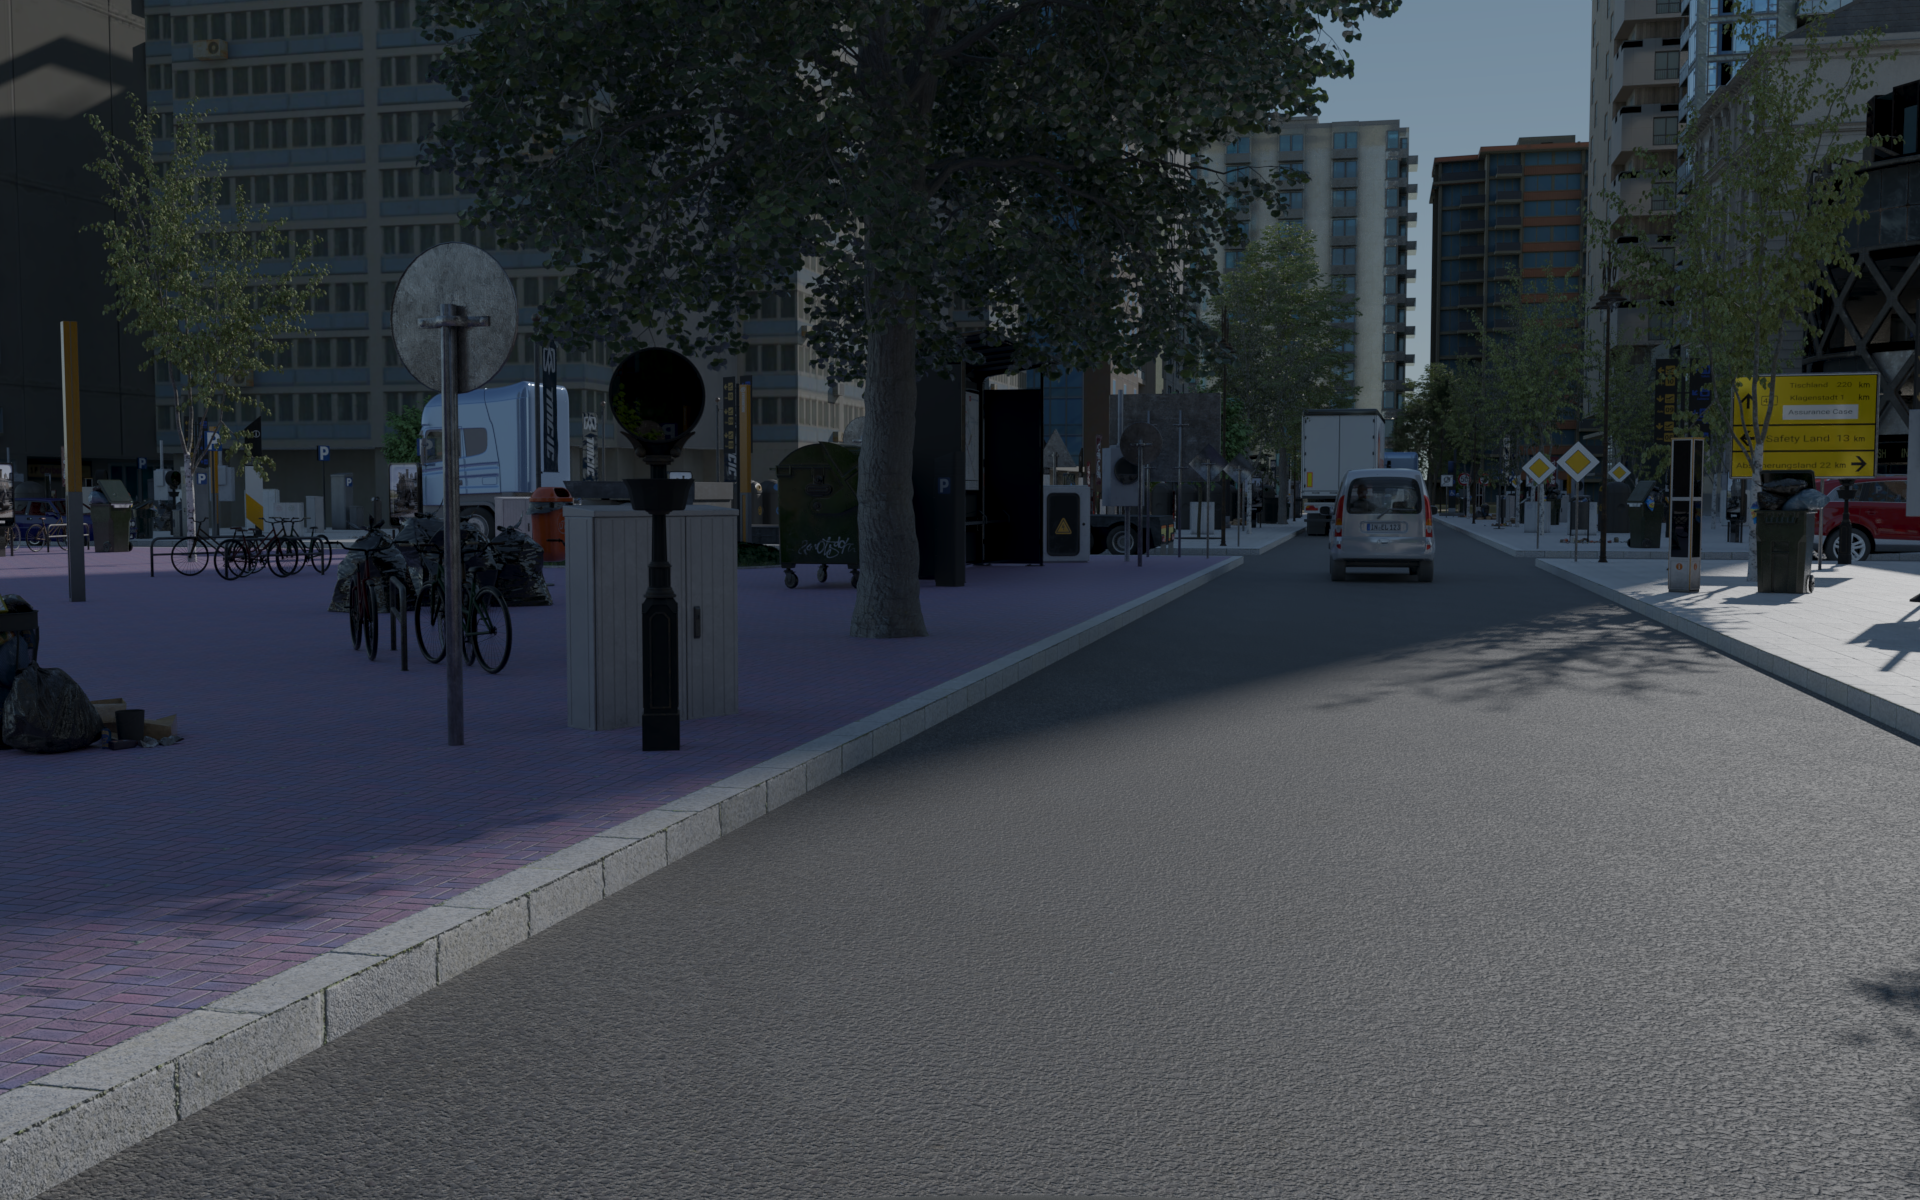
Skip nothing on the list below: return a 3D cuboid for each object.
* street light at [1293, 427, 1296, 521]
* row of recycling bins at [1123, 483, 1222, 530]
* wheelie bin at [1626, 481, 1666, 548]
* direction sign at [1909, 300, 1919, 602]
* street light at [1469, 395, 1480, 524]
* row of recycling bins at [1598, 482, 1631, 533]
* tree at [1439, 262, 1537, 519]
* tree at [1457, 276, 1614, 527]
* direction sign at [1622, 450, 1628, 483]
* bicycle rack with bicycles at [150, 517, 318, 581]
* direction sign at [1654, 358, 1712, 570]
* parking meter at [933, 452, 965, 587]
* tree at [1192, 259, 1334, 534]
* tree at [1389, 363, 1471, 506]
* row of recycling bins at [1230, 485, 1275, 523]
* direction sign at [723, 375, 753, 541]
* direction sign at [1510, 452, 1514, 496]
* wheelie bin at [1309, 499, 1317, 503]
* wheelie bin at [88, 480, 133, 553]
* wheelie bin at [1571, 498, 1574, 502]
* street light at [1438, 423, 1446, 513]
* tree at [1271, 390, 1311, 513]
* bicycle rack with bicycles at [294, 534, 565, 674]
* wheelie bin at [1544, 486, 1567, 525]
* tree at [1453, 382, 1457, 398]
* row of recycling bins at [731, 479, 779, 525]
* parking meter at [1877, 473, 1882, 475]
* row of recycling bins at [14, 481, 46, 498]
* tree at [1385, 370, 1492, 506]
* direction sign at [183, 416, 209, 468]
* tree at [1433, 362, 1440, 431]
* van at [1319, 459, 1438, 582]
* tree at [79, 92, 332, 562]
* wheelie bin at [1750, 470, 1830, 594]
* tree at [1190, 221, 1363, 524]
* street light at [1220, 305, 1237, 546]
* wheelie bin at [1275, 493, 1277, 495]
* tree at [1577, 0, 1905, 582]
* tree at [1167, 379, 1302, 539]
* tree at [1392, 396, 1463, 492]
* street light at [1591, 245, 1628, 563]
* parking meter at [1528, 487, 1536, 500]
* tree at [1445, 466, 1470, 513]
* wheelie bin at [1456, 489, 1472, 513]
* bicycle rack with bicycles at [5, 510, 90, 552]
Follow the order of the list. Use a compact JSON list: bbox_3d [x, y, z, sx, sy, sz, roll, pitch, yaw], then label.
[{"bbox_3d":[15.683,-6.623,81.080,0.468,5.910,1.993,1,4,13],"label":"street light"},{"bbox_3d":[7.790,-3.396,62.637,3.534,1.692,1.069,1,4,13],"label":"row of recycling bins"},{"bbox_3d":[16.298,-2.034,41.163,0.693,1.594,0.980,-1,4,-13],"label":"wheelie bin"},{"bbox_3d":[11.504,-1.743,20.492,0.876,3.537,0.379,-2,4,-34],"label":"direction sign"},{"bbox_3d":[22.193,-6.230,74.648,0.468,5.910,1.993,1,4,13],"label":"street light"},{"bbox_3d":[22.056,-3.129,58.274,1.069,1.692,3.534,1,4,18],"label":"row of recycling bins"},{"bbox_3d":[17.842,-6.313,53.580,4.737,8.622,4.395,0,3,0],"label":"tree"},{"bbox_3d":[19.826,-6.683,59.627,4.360,8.622,3.978,0,3,0],"label":"tree"},{"bbox_3d":[33.825,-5.884,88.192,0.379,3.537,0.876,3,4,39],"label":"direction sign"},{"bbox_3d":[-11.096,-0.842,27.152,2.852,0.926,2.925,2,4,31],"label":"bicycle rack with bicycles"},{"bbox_3d":[12.066,-2.261,28.971,0.876,3.537,0.379,1,4,18],"label":"direction sign"},{"bbox_3d":[-0.149,-1.122,24.057,0.399,1.863,0.255,3,5,40],"label":"parking meter"},{"bbox_3d":[9.442,-6.393,54.894,4.360,8.622,3.978,0,3,0],"label":"tree"},{"bbox_3d":[41.021,-14.142,149.354,7.486,12.596,7.792,0,3,0],"label":"tree"},{"bbox_3d":[12.272,-4.259,76.751,3.534,1.692,1.069,2,4,30],"label":"row of recycling bins"},{"bbox_3d":[-4.267,-2.527,33.317,0.379,3.537,0.876,-3,5,-45],"label":"direction sign"},{"bbox_3d":[29.460,-6.148,92.512,0.379,3.537,0.876,2,4,28],"label":"direction sign"},{"bbox_3d":[22.832,-6.379,112.199,0.693,1.594,0.980,1,4,16],"label":"wheelie bin"},{"bbox_3d":[-18.772,-1.854,38.226,0.693,1.594,0.980,1,4,20],"label":"wheelie bin"},{"bbox_3d":[35.516,-5.676,100.703,0.980,1.594,0.693,3,5,41],"label":"wheelie bin"},{"bbox_3d":[31.344,-8.566,112.843,0.468,5.910,1.993,1,4,13],"label":"street light"},{"bbox_3d":[22.666,-10.067,114.953,4.737,8.622,4.395,0,3,0],"label":"tree"},{"bbox_3d":[-3.582,-0.006,13.475,2.852,0.926,2.925,-1,4,-19],"label":"bicycle rack with bicycles"},{"bbox_3d":[24.484,-3.897,71.629,0.980,1.594,0.693,-3,5,-44],"label":"wheelie bin"},{"bbox_3d":[21.499,-7.135,67.016,4.360,8.622,3.978,0,3,0],"label":"tree"},{"bbox_3d":[-4.985,-2.574,49.196,3.534,1.692,1.069,-3,5,-42],"label":"row of recycling bins"},{"bbox_3d":[25.005,-2.529,47.054,0.255,1.863,0.399,-3,5,-45],"label":"parking meter"},{"bbox_3d":[-30.811,-3.028,56.615,1.069,1.692,3.534,-3,5,-42],"label":"row of recycling bins"},{"bbox_3d":[35.655,-11.937,129.583,8.767,10.594,7.601,-2,4,-23],"label":"tree"},{"bbox_3d":[-22.360,-3.595,50.768,0.379,3.537,0.876,1,4,22],"label":"direction sign"},{"bbox_3d":[26.189,-8.467,88.801,4.737,8.622,4.395,0,3,0],"label":"tree"},{"bbox_3d":[7.187,-1.386,29.681,2.013,2.044,4.112,1,4,12],"label":"van"},{"bbox_3d":[-14.280,-5.013,32.317,4.737,8.622,4.395,0,3,0],"label":"tree"},{"bbox_3d":[10.752,-0.893,22.502,0.980,1.594,0.693,3,4,36],"label":"wheelie bin"},{"bbox_3d":[13.235,-9.467,72.917,7.486,12.596,7.792,0,3,0],"label":"tree"},{"bbox_3d":[6.503,-4.271,42.612,0.468,5.910,1.993,1,4,13],"label":"street light"},{"bbox_3d":[19.443,-6.117,107.923,0.693,1.594,0.980,0,4,-1],"label":"wheelie bin"},{"bbox_3d":[11.599,-4.591,25.432,4.737,8.622,4.395,0,3,0],"label":"tree"},{"bbox_3d":[6.819,-4.025,49.520,4.285,4.588,4.351,0,3,0],"label":"tree"},{"bbox_3d":[45.762,-14.873,168.936,9.928,11.665,9.643,0,3,0],"label":"tree"},{"bbox_3d":[12.057,-3.640,32.307,0.468,5.910,1.993,1,4,13],"label":"street light"},{"bbox_3d":[33.231,-5.804,100.614,0.399,1.863,0.255,0,4,6],"label":"parking meter"},{"bbox_3d":[33.702,-7.514,117.449,1.663,3.219,1.824,0,3,0],"label":"tree"},{"bbox_3d":[31.440,-6.135,108.209,0.980,1.594,0.693,0,4,2],"label":"wheelie bin"},{"bbox_3d":[-21.042,-1.551,38.737,2.852,0.926,2.925,0,4,1],"label":"bicycle rack with bicycles"}]
